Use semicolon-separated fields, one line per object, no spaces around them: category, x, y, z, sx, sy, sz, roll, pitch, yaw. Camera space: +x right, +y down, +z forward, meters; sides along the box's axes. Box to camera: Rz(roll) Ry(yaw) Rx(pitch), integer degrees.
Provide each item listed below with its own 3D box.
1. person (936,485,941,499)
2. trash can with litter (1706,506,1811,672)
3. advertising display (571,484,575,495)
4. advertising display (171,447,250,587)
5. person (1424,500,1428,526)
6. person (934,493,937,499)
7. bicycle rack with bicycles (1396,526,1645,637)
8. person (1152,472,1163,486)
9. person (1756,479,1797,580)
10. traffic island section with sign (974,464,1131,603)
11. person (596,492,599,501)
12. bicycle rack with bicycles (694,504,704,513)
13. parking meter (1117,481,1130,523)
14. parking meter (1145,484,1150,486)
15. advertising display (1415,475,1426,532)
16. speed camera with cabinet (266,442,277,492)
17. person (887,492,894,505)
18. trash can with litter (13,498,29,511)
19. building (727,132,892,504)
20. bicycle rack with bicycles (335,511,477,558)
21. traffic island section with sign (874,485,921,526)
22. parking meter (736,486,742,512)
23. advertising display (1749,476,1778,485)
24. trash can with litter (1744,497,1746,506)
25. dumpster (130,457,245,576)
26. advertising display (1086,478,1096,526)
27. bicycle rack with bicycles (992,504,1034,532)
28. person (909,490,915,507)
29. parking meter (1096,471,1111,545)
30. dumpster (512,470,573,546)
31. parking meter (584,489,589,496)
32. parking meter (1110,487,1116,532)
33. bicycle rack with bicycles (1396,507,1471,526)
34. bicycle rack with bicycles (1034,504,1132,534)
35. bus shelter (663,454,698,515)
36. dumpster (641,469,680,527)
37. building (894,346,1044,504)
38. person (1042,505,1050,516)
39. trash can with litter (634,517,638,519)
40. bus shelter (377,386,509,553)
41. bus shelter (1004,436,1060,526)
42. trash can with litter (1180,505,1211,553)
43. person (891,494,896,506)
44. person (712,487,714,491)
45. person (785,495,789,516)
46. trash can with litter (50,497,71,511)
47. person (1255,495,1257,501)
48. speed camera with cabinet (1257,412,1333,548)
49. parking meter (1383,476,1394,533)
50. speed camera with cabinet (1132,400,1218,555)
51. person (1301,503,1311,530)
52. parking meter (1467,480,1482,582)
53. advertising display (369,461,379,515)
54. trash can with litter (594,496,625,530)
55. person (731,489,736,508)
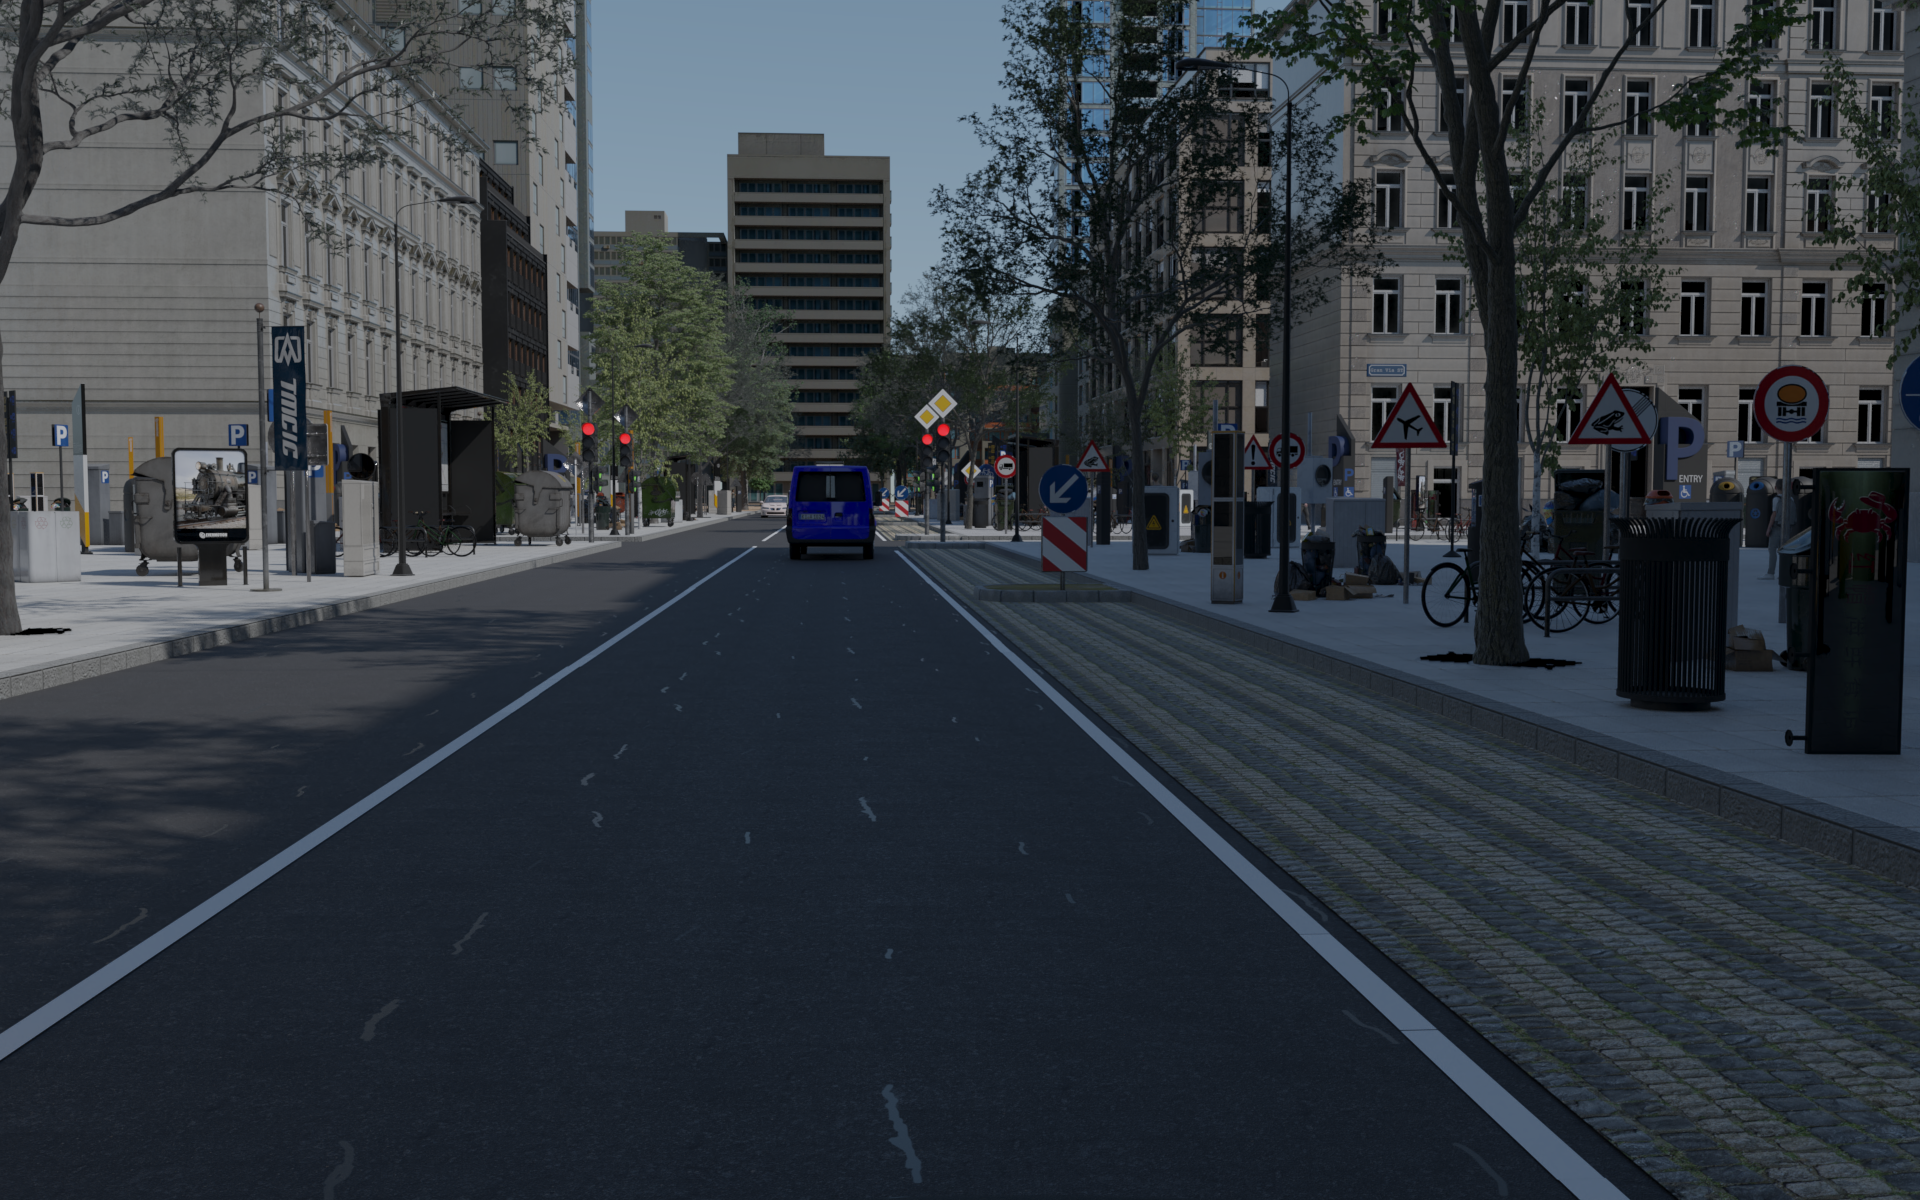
person;-0.995;-5.280;92.957;0.643;1.750;0.593;1;4;15
trash can with litter;6.023;-0.070;12.536;1.055;1.170;0.624;0;4;2
advertising display;-24.110;-6.288;108.022;0.123;1.923;0.974;-2;4;-27
advertising display;-10.458;-1.161;24.189;0.974;1.923;0.123;-2;4;-31
person;17.971;-3.433;66.421;0.590;1.304;0.306;-1;4;-23
person;-2.030;-9.181;156.674;0.617;1.759;0.750;-2;4;-30
bicycle rack with bicycles;5.852;-0.196;16.589;2.925;0.926;2.852;0;4;-6
person;4.513;-2.036;39.673;0.599;1.781;0.374;-3;4;-36
person;12.284;-1.061;25.991;0.523;1.515;0.503;2;4;35
traffic island section with sign;1.211;-0.921;23.680;1.989;1.847;2.006;0;4;-4
person;-30.032;-8.352;143.328;1.217;1.736;0.721;0;4;-5
bicycle rack with bicycles;-18.559;-6.137;113.722;2.925;0.926;2.852;2;4;27
parking meter;7.014;-4.233;74.918;0.255;1.863;0.399;-3;5;-41
parking meter;11.293;-6.083;105.162;0.399;1.863;0.255;-1;4;-10
advertising display;15.807;-3.319;59.473;0.123;1.923;0.974;2;4;27
speed camera with cabinet;-26.928;-4.347;65.404;2.038;3.252;0.660;-1;4;-14
person;-8.484;-12.205;206.123;1.217;1.766;0.721;0;4;2
trash can with litter;-29.204;-2.563;53.290;1.055;1.170;0.624;1;4;19
building;-20.309;-37.427;235.636;21.600;48.544;21.300;0;4;-4
bicycle rack with bicycles;-11.234;-1.370;35.779;2.925;0.926;2.852;1;4;17
traffic island section with sign;-2.797;-4.299;78.908;1.989;1.847;2.006;0;4;-4
parking meter;-15.589;-7.118;122.090;0.399;1.863;0.255;-2;4;-33
advertising display;28.689;-3.467;61.895;0.974;1.923;0.123;0;4;2
trash can with litter;28.757;-3.222;64.067;1.055;1.170;0.624;-2;4;-24
dumpster;-12.288;-1.338;27.633;1.264;1.857;1.865;0;4;-4
advertising display;5.152;-3.875;68.576;0.974;1.923;0.123;1;4;20
bicycle rack with bicycles;2.550;-2.842;59.848;2.925;0.926;2.852;0;4;-2
person;-4.639;-9.954;168.768;1.348;1.826;0.705;1;4;10
parking meter;3.626;-2.331;43.826;0.255;1.863;0.399;-1;4;-20
dumpster;-10.369;-2.278;43.003;1.264;1.857;1.865;0;4;-4
parking meter;-20.007;-5.183;93.158;0.372;1.533;0.369;0;3;0
parking meter;4.967;-3.081;58.777;0.372;1.533;0.369;0;3;0
bicycle rack with bicycles;13.359;-2.059;47.053;2.925;0.926;2.852;-2;4;-35
bicycle rack with bicycles;4.454;-2.577;55.509;2.852;0.926;2.925;-2;4;-30
bus shelter;-16.756;-6.938;104.712;1.731;3.624;6.357;0;4;-4
dumpster;-11.797;-3.995;67.814;1.502;2.255;1.985;0;4;-4
building;5.668;-24.289;242.162;28.899;21.520;27.650;0;4;-4
person;3.405;-3.555;64.274;0.694;1.812;0.767;-1;4;-13
trash can with litter;-16.894;-4.893;91.059;2.233;1.210;1.678;0;4;1
bus shelter;-12.021;-3.023;40.717;1.731;3.624;6.357;0;4;-4
bus shelter;2.993;-4.962;72.405;1.731;3.624;6.357;0;4;-4
trash can with litter;5.179;-1.626;37.966;0.624;1.170;1.055;-2;4;-34
person;-6.912;-10.980;185.581;0.705;1.823;1.348;-3;4;-36
person;-17.621;-7.223;124.318;0.661;1.801;0.590;0;4;4
person;-7.787;-4.408;81.051;0.782;1.767;0.515;-3;5;-41
trash can with litter;-29.977;-2.835;57.735;0.624;1.170;1.055;-2;4;-29
person;15.330;-4.826;89.625;0.373;1.253;0.362;1;4;19
speed camera with cabinet;8.032;-2.886;41.519;2.038;3.252;0.660;-3;4;-36
parking meter;13.986;-3.112;56.598;0.255;1.863;0.399;0;4;-3
speed camera with cabinet;4.652;-2.570;36.349;2.038;3.252;0.660;1;4;9
person;12.335;-3.435;61.977;0.755;1.850;0.659;3;5;39
parking meter;7.458;-1.002;24.789;0.372;1.533;0.369;0;3;0
advertising display;-11.580;-1.751;33.840;0.123;1.923;0.974;-3;4;-37
trash can with litter;-12.521;-3.081;61.765;1.055;1.170;0.624;-1;4;-23
person;-20.922;-9.386;160.216;0.721;1.735;1.217;2;4;27
